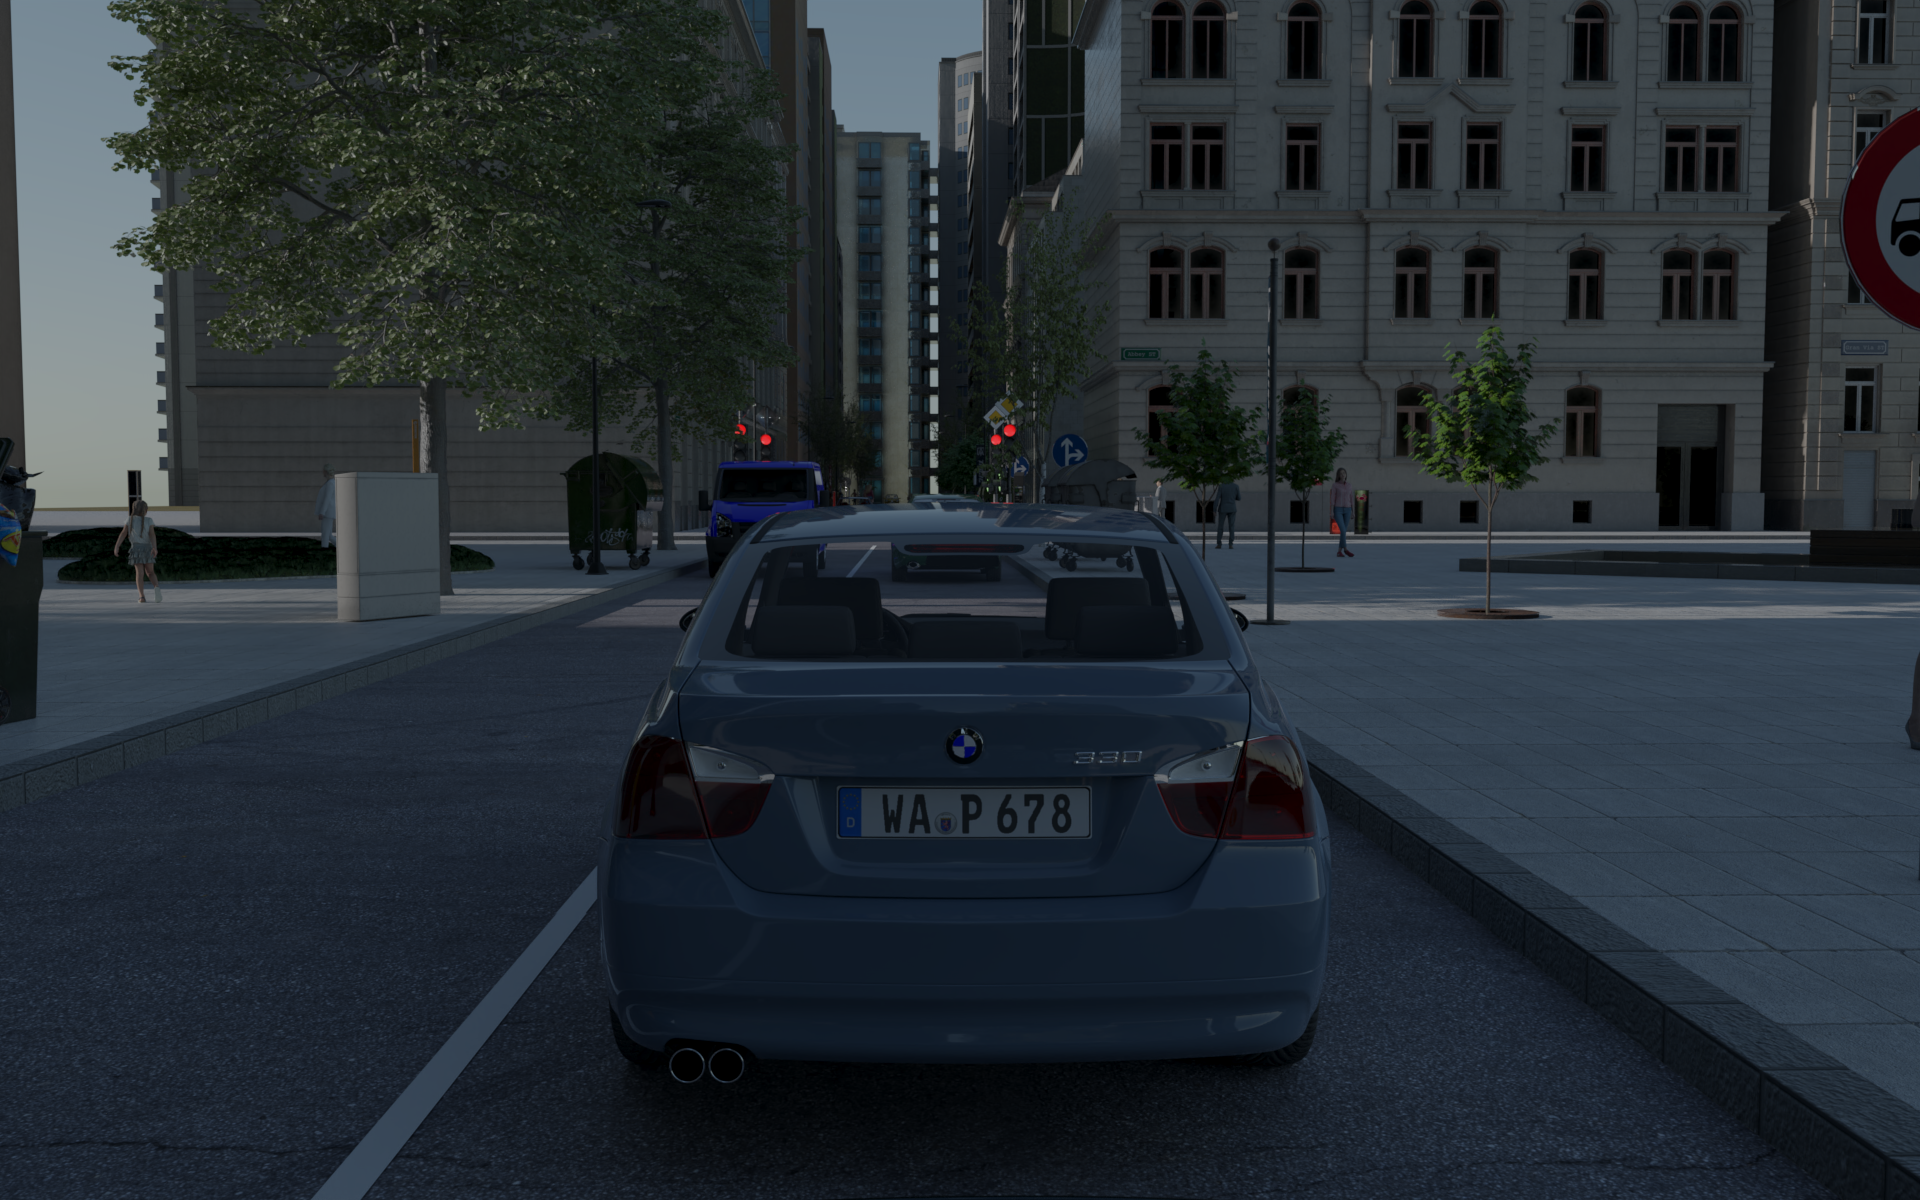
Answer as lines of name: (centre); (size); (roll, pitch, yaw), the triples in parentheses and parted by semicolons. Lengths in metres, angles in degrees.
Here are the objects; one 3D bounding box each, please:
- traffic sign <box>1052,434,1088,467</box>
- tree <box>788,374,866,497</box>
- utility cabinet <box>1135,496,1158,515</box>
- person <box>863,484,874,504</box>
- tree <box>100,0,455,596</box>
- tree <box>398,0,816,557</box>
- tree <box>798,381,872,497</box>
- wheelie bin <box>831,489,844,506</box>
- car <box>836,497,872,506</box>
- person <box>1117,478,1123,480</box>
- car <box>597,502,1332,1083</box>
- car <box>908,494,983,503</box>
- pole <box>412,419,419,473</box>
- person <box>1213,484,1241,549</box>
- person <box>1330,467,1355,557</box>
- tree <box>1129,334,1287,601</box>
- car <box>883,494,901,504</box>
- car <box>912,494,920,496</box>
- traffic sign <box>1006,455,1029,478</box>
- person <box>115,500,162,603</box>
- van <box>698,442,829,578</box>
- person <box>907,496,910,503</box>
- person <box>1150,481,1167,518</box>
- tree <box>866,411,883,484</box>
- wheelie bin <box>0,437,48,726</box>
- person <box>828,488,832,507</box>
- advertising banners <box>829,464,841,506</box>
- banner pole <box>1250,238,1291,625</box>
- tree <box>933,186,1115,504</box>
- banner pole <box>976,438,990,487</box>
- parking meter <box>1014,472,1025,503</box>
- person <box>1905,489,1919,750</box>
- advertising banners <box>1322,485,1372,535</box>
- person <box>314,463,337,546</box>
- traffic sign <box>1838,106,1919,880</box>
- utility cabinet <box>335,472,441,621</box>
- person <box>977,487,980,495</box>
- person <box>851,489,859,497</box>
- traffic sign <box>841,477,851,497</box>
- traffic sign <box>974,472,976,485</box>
traffic sign: (2.324, -2.238, 36.697); (0.768, 2.556, 0.104); (0, 4, -1)
tree: (-8.469, -9.584, 107.064); (4.360, 8.622, 3.978); (0, 3, 0)
utility cabinet: (4.867, -2.196, 47.061); (1.020, 1.237, 0.306); (3, 5, 39)
person: (-3.733, -3.789, 70.432); (0.573, 1.828, 0.580); (-3, 5, -39)
tree: (-6.836, -6.356, 22.046); (7.486, 12.596, 7.792); (0, 3, 0)
tree: (-6.909, -7.394, 39.022); (7.486, 12.596, 7.792); (0, 3, 0)
tree: (-8.499, -10.003, 113.906); (4.737, 8.622, 4.395); (0, 3, 0)
wheelie bin: (-8.317, -6.721, 117.801); (0.693, 1.594, 0.980); (2, 4, 24)
car: (-4.037, -3.278, 66.170); (1.945, 1.354, 3.894); (0, 4, -3)
person: (4.989, -2.922, 54.155); (0.374, 1.781, 0.599); (1, 4, 20)
car: (0.013, 0.389, 5.641); (2.014, 1.417, 4.499); (0, 3, 0)
car: (-0.254, -1.103, 29.826); (2.131, 1.459, 4.920); (0, 4, -1)
pole: (-14.870, -3.274, 47.373); (0.158, 3.312, 0.155); (0, 3, 0)
person: (6.257, -2.107, 40.676); (0.661, 1.801, 0.590); (0, 4, -7)
person: (7.759, -1.783, 35.212); (0.555, 1.821, 0.388); (-2, 4, -26)
tree: (2.859, -1.623, 21.135); (1.663, 3.219, 1.824); (0, 3, 0)
car: (-7.783, -11.495, 198.165); (2.015, 1.641, 3.980); (0, 4, -2)
car: (-3.383, -8.479, 147.429); (1.959, 1.807, 4.718); (0, 4, 0)
traffic sign: (1.879, -3.471, 56.852); (0.768, 2.556, 0.104); (0, 4, 1)
person: (-9.672, -0.570, 20.375); (0.505, 1.210, 0.382); (-1, 4, -22)
van: (-3.433, -1.653, 31.404); (2.240, 2.365, 5.245); (0, 4, -2)
person: (-2.798, -5.028, 94.985); (0.640, 1.303, 0.475); (-2, 4, -34)
person: (6.466, -3.081, 56.621); (0.583, 1.804, 0.606); (2, 4, 30)
tree: (-8.031, -10.342, 119.457); (4.360, 8.622, 3.978); (0, 3, 0)
wheelie bin: (-5.606, -0.110, 9.706); (0.980, 1.594, 0.693); (0, 4, 7)
person: (-10.123, -7.903, 135.770); (0.721, 1.766, 1.217); (0, 4, -7)
advertising banners: (-7.359, -6.449, 101.625); (0.090, 3.025, 2.074); (-1, 4, -22)
banner pole: (3.090, -1.665, 17.247); (0.401, 3.779, 0.863); (0, 4, 5)
tree: (1.909, -5.599, 41.906); (4.737, 8.622, 4.395); (0, 3, 0)
banner pole: (1.080, -5.326, 77.094); (0.863, 3.779, 0.401); (2, 4, 25)
parking meter: (1.561, -2.449, 45.754); (0.255, 1.863, 0.399); (0, 4, 8)
person: (5.074, -0.145, 8.761); (0.599, 1.781, 0.374); (0, 4, -8)
advertising banners: (11.997, -3.587, 54.841); (2.074, 3.025, 0.090); (2, 4, 24)
person: (-11.508, -1.580, 31.752); (0.818, 1.842, 0.514); (-3, 5, -40)
traffic sign: (3.225, -0.340, 5.668); (0.768, 2.556, 0.104); (0, 4, 3)
utility cabinet: (-5.885, -0.560, 17.832); (0.318, 1.500, 1.173); (2, 4, 24)
person: (0.968, -4.501, 80.639); (0.522, 1.701, 0.512); (2, 4, 30)
person: (-9.727, -9.438, 161.059); (1.217, 1.736, 0.721); (3, 5, 41)
traffic sign: (-8.512, -7.922, 129.637); (0.768, 2.556, 0.104); (0, 4, 1)
traffic sign: (0.927, -4.722, 79.332); (0.606, 2.300, 0.079); (0, 4, -1)
